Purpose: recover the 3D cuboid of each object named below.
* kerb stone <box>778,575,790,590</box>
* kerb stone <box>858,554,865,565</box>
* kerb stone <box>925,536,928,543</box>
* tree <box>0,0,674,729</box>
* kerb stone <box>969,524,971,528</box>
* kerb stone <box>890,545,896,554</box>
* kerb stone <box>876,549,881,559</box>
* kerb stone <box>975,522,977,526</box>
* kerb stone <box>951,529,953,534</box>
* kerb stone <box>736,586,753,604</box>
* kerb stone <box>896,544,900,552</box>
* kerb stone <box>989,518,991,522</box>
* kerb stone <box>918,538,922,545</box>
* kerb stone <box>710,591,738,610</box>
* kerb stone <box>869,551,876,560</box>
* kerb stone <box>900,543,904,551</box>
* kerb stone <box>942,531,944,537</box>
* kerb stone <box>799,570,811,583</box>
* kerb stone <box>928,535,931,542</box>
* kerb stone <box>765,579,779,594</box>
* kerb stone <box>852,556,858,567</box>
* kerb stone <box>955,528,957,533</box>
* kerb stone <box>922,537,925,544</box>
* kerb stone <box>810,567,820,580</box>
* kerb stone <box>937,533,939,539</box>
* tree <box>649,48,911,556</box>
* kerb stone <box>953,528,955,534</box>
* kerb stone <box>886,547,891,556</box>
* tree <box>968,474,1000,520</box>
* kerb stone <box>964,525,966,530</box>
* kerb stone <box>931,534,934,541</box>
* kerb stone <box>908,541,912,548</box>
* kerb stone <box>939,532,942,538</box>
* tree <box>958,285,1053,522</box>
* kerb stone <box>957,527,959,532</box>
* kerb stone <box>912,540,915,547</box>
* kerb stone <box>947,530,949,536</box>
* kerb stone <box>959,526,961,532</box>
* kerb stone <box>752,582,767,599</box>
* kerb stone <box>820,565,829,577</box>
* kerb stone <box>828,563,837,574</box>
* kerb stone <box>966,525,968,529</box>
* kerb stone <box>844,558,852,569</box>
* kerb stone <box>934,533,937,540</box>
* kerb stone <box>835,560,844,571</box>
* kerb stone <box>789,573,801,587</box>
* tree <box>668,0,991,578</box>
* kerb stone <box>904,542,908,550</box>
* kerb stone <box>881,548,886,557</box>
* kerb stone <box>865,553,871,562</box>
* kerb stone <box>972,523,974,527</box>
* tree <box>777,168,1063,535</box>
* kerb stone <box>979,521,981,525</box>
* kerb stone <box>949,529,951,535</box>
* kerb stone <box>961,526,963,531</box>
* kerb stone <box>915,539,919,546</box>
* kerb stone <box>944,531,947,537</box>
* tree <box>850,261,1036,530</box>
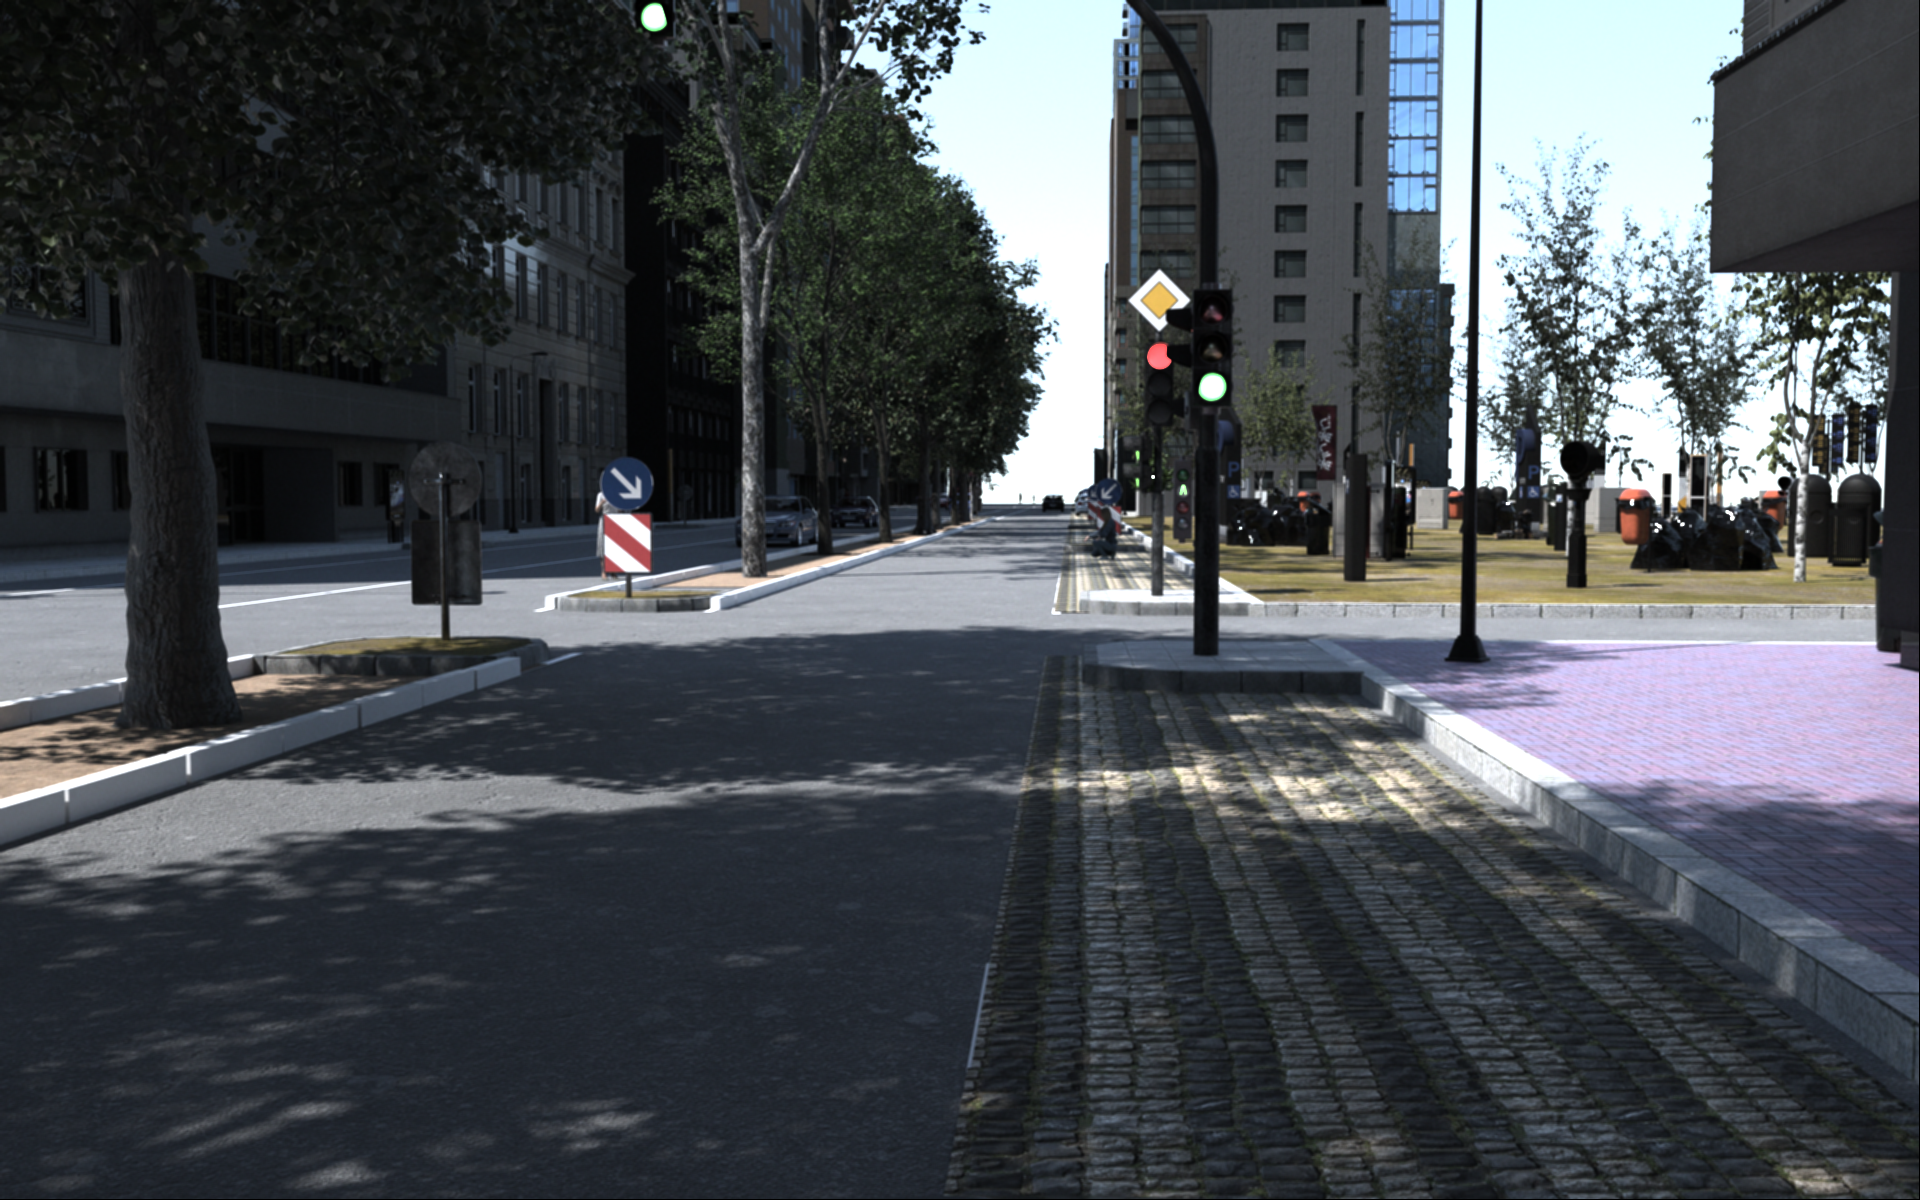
[{"bbox_3d":[-2.726,-0.233,26.005,0.120,0.150,1.000,0,4,4],"label":"kerb stone"},{"bbox_3d":[-2.114,-0.793,35.219,0.120,0.150,1.000,0,4,4],"label":"kerb stone"},{"bbox_3d":[-1.102,-1.733,50.538,0.120,0.150,1.000,0,4,4],"label":"kerb stone"},{"bbox_3d":[-4.839,-6.187,10.268,9.857,13.997,8.962,0,3,0],"label":"tree"},{"bbox_3d":[0.249,-2.985,71.003,0.120,0.150,1.000,0,4,4],"label":"kerb stone"},{"bbox_3d":[-1.707,-1.171,41.343,0.120,0.150,1.000,0,4,4],"label":"kerb stone"},{"bbox_3d":[-1.913,-0.984,38.281,0.120,0.150,1.000,0,4,4],"label":"kerb stone"},{"bbox_3d":[0.522,-3.235,75.085,0.120,0.150,1.000,0,4,4],"label":"kerb stone"},{"bbox_3d":[-0.428,-2.356,60.762,0.120,0.150,1.000,0,4,4],"label":"kerb stone"},{"bbox_3d":[-2.925,-0.045,22.938,0.120,0.150,1.000,0,4,4],"label":"kerb stone"},{"bbox_3d":[-1.644,-1.234,42.363,0.120,0.150,1.000,0,4,4],"label":"kerb stone"},{"bbox_3d":[1.332,-3.985,87.355,0.120,0.150,1.000,0,4,4],"label":"kerb stone"},{"bbox_3d":[-1.232,-1.609,48.499,0.120,0.150,1.000,0,4,4],"label":"kerb stone"},{"bbox_3d":[-2.994,0.017,21.910,0.120,0.150,1.000,0,4,4],"label":"kerb stone"},{"bbox_3d":[-1.980,-0.921,37.258,0.120,0.150,1.000,0,4,4],"label":"kerb stone"},{"bbox_3d":[-1.579,-1.296,43.387,0.120,0.150,1.000,0,4,4],"label":"kerb stone"},{"bbox_3d":[-0.699,-2.107,56.666,0.120,0.150,1.000,0,4,4],"label":"kerb stone"},{"bbox_3d":[-2.588,-0.358,28.050,0.120,0.150,1.000,0,4,4],"label":"kerb stone"},{"bbox_3d":[-1.039,-1.796,51.558,0.120,0.150,1.000,0,4,4],"label":"kerb stone"},{"bbox_3d":[-2.794,-0.171,24.985,0.120,0.150,1.000,0,4,4],"label":"kerb stone"},{"bbox_3d":[-2.182,-0.734,34.199,0.120,0.150,1.000,0,4,4],"label":"kerb stone"},{"bbox_3d":[-0.285,-2.483,62.801,0.120,0.150,1.000,0,4,4],"label":"kerb stone"},{"bbox_3d":[-1.170,-1.671,49.519,0.120,0.150,1.000,0,4,4],"label":"kerb stone"},{"bbox_3d":[-2.525,-0.419,29.078,0.120,0.150,1.000,0,4,4],"label":"kerb stone"},{"bbox_3d":[-0.832,-1.980,54.625,0.120,0.150,1.000,0,4,4],"label":"kerb stone"},{"bbox_3d":[-3.250,-6.852,40.250,9.928,11.665,9.643,0,3,0],"label":"tree"},{"bbox_3d":[-0.351,-2.421,61.781,0.120,0.150,1.000,0,4,4],"label":"kerb stone"},{"bbox_3d":[-1.778,-1.107,40.320,0.120,0.150,1.000,0,4,4],"label":"kerb stone"},{"bbox_3d":[0.647,-8.729,95.544,4.360,8.622,3.978,0,3,0],"label":"tree"},{"bbox_3d":[0.049,-2.796,67.918,0.120,0.150,1.000,0,4,4],"label":"kerb stone"},{"bbox_3d":[-0.968,-1.858,52.578,0.120,0.150,1.000,0,4,4],"label":"kerb stone"},{"bbox_3d":[-1.436,-1.417,45.434,0.120,0.150,1.000,0,4,4],"label":"kerb stone"},{"bbox_3d":[-0.753,-2.046,55.644,0.120,0.150,1.000,0,4,4],"label":"kerb stone"},{"bbox_3d":[0.218,-10.926,87.751,9.857,13.997,8.962,0,3,0],"label":"tree"},{"bbox_3d":[-0.221,-2.546,63.821,0.120,0.150,1.000,0,4,4],"label":"kerb stone"},{"bbox_3d":[-1.378,-1.479,46.460,0.120,0.150,1.000,0,4,4],"label":"kerb stone"},{"bbox_3d":[-0.553,-2.222,58.720,0.120,0.150,1.000,0,4,4],"label":"kerb stone"},{"bbox_3d":[-0.156,-2.608,64.844,0.120,0.150,1.000,0,4,4],"label":"kerb stone"},{"bbox_3d":[-2.857,-0.108,23.958,0.120,0.150,1.000,0,4,4],"label":"kerb stone"},{"bbox_3d":[-2.452,-0.483,30.098,0.120,0.150,1.000,0,4,4],"label":"kerb stone"},{"bbox_3d":[-2.385,-0.543,31.118,0.120,0.150,1.000,0,4,4],"label":"kerb stone"},{"bbox_3d":[0.109,-2.859,68.943,0.120,0.150,1.000,0,4,4],"label":"kerb stone"},{"bbox_3d":[-2.245,-0.671,33.169,0.120,0.150,1.000,0,4,4],"label":"kerb stone"},{"bbox_3d":[-0.899,-1.921,53.597,0.120,0.150,1.000,0,4,4],"label":"kerb stone"},{"bbox_3d":[-2.324,-0.606,32.149,0.120,0.150,1.000,0,4,4],"label":"kerb stone"},{"bbox_3d":[-2.660,-0.296,27.030,0.120,0.150,1.000,0,4,4],"label":"kerb stone"},{"bbox_3d":[-2.366,-10.385,28.144,12.611,20.169,13.585,0,3,0],"label":"tree"},{"bbox_3d":[-1.510,-1.359,44.407,0.120,0.150,1.000,0,4,4],"label":"kerb stone"},{"bbox_3d":[-1.851,-1.046,39.301,0.120,0.150,1.000,0,4,4],"label":"kerb stone"},{"bbox_3d":[-2.043,-0.859,36.238,0.120,0.150,1.000,0,4,4],"label":"kerb stone"},{"bbox_3d":[0.388,-3.107,73.046,0.120,0.150,1.000,0,4,4],"label":"kerb stone"},{"bbox_3d":[-1.243,-8.595,59.989,9.611,12.733,9.660,0,3,0],"label":"tree"},{"bbox_3d":[0.726,-3.422,78.152,0.120,0.150,1.000,0,4,4],"label":"kerb stone"},{"bbox_3d":[-0.497,-2.296,59.740,0.120,0.150,1.000,0,4,4],"label":"kerb stone"},{"bbox_3d":[-0.086,-2.671,65.867,0.120,0.150,1.000,0,4,4],"label":"kerb stone"},{"bbox_3d":[-1.304,-1.541,47.479,0.120,0.150,1.000,0,4,4],"label":"kerb stone"},{"bbox_3d":[-0.622,-2.171,57.692,0.120,0.150,1.000,0,4,4],"label":"kerb stone"},{"bbox_3d":[-0.860,-9.054,68.619,7.486,12.596,7.792,0,3,0],"label":"tree"}]
